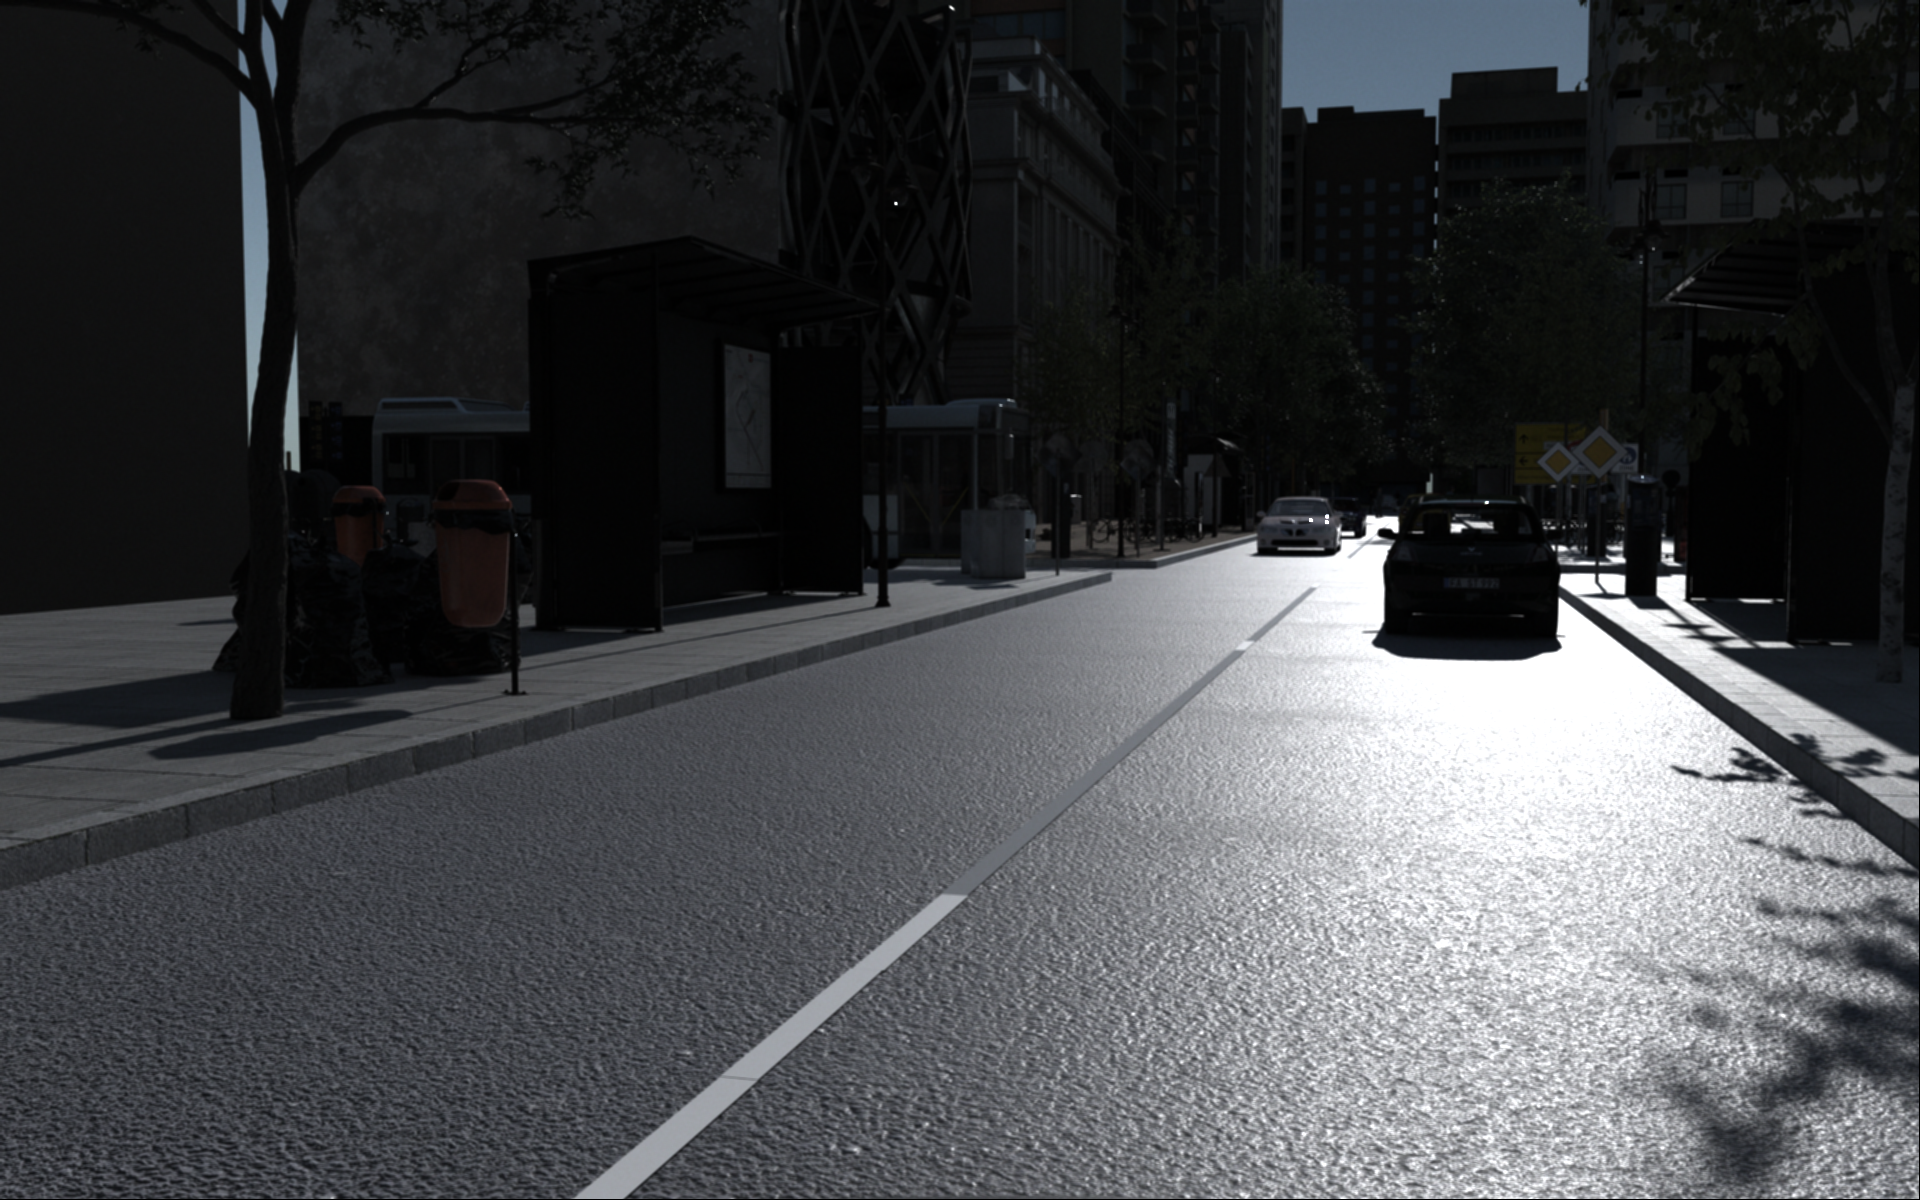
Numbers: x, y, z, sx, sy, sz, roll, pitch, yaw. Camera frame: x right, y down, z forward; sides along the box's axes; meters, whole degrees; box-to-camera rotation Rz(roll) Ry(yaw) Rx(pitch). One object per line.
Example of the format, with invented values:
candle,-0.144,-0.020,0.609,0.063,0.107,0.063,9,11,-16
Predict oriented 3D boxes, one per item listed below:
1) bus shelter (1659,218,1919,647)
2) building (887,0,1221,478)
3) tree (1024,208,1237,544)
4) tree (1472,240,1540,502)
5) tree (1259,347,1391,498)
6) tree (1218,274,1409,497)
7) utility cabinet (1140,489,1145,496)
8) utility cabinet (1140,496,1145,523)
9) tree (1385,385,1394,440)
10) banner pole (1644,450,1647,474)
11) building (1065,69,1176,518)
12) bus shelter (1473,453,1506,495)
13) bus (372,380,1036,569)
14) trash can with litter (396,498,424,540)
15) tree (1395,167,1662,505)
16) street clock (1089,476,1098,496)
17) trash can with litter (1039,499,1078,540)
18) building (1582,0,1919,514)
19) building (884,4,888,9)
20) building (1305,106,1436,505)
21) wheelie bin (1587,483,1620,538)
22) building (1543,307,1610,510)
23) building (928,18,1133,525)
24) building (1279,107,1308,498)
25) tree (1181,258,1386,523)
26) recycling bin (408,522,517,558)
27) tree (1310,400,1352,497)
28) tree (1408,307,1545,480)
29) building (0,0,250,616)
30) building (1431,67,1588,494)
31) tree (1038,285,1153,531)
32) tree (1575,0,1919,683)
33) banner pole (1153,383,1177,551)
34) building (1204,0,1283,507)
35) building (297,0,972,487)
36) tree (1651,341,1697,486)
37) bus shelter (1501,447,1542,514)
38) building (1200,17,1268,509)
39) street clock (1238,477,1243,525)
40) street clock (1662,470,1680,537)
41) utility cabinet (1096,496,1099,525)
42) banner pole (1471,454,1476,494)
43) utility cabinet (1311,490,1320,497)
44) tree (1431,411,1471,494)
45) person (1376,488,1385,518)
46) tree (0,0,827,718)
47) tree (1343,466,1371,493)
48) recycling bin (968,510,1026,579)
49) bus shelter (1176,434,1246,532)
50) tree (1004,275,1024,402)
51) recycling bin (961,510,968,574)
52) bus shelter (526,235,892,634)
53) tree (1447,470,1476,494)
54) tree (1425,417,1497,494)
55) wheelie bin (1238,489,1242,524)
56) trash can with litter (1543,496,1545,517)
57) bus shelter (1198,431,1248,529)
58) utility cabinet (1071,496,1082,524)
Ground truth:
bus shelter,8.383,-1.608,17.575,1.731,3.624,6.357,1,4,15
building,6.943,-28.839,126.136,22.147,44.769,28.867,1,4,15
tree,4.880,-5.750,44.368,4.737,8.622,4.395,0,3,0
tree,16.282,-5.815,45.437,4.737,8.622,4.395,0,3,0
tree,21.911,-11.602,107.813,7.486,12.596,7.792,0,3,0
tree,17.988,-10.599,90.300,9.611,12.733,9.660,0,3,0
utility cabinet,8.418,-4.221,77.691,0.318,1.500,1.173,3,5,44
utility cabinet,8.376,-3.979,76.210,1.020,1.237,0.306,-1,4,-21
tree,28.230,-12.413,128.700,9.928,11.665,9.643,0,3,0
banner pole,34.273,-5.940,87.136,0.863,3.779,0.401,-3,4,-36
building,5.133,-16.499,99.442,12.332,23.373,15.834,1,4,15
bus shelter,26.878,-5.707,87.241,2.014,3.302,5.546,1,4,15
bus,-4.430,-2.290,32.299,13.247,3.499,2.948,1,4,16
trash can with litter,-8.902,-1.115,29.290,1.678,1.210,2.233,2,4,33
tree,22.008,-9.825,67.293,9.857,13.997,8.962,0,3,0
street clock,5.381,-3.988,69.768,0.358,2.002,0.471,1,4,9
trash can with litter,2.761,-2.293,48.879,1.055,1.170,0.624,-3,5,-42
building,59.862,-32.660,123.225,28.713,52.752,27.495,1,4,15
building,-8.756,-55.508,220.229,31.000,86.520,22.319,1,4,15
building,47.968,-33.792,202.617,14.200,45.320,14.600,1,4,15
wheelie bin,18.951,-2.640,51.065,0.980,1.594,0.693,3,5,44
building,66.367,-18.748,151.575,27.650,21.520,28.899,1,4,15
building,-0.582,-14.575,80.097,13.314,21.916,24.055,1,4,15
building,31.401,-35.870,210.168,21.600,48.544,21.300,1,4,15
tree,13.313,-9.246,76.922,9.928,11.665,9.643,0,3,0
recycling bin,-4.416,-0.176,15.427,0.722,1.027,0.722,1,4,11
tree,25.611,-10.329,119.236,4.360,8.622,3.978,0,3,0
tree,31.605,-11.492,104.901,9.611,12.733,9.660,0,3,0
building,-18.295,-11.493,17.594,15.834,23.373,12.332,1,4,15
building,66.022,-35.294,200.751,21.600,48.544,21.300,1,4,15
tree,4.703,-6.733,60.447,4.360,8.622,3.978,0,3,0
tree,6.389,-3.759,11.823,4.737,8.622,4.395,0,3,0
banner pole,4.707,-3.013,39.286,0.401,3.779,0.863,3,4,36
building,19.823,-44.547,166.599,20.611,71.187,20.563,1,4,15
building,-8.360,-11.423,54.219,16.820,18.784,16.811,1,4,15
tree,34.497,-7.977,80.788,4.360,8.622,3.978,0,3,0
bus shelter,25.506,-6.125,77.770,2.179,5.291,8.768,1,4,15
building,18.159,-28.306,146.401,14.154,41.232,14.086,1,4,15
street clock,11.355,-4.064,71.022,0.471,2.002,0.358,2,4,35
street clock,21.282,-2.893,51.873,0.471,2.002,0.358,0,4,3
utility cabinet,5.620,-3.722,72.013,0.306,1.237,1.020,0,4,4
banner pole,28.630,-6.519,96.603,0.401,3.779,0.863,0,4,1
utility cabinet,21.859,-6.031,107.285,0.318,1.500,1.173,3,5,41
tree,41.657,-13.250,142.396,9.928,11.665,9.643,0,3,0
person,25.575,-5.906,105.240,0.590,1.801,0.661,1,4,21
tree,-3.700,-4.603,9.676,7.601,10.594,8.767,-1,4,-10
tree,41.510,-12.158,182.498,4.285,4.588,4.351,0,3,0
recycling bin,0.580,-0.851,26.474,0.722,1.027,0.722,-1,4,-11
bus shelter,8.769,-4.105,61.042,2.014,3.302,5.546,1,4,15
tree,3.227,-6.401,55.015,4.737,8.622,4.395,0,3,0
recycling bin,0.499,-0.934,27.820,0.722,1.027,0.722,3,4,38
bus shelter,-2.481,-1.694,18.983,1.731,3.624,6.357,1,4,15
tree,35.228,-7.722,120.852,1.663,3.219,1.824,0,3,0
tree,44.431,-13.338,152.495,7.601,10.594,8.767,3,4,37
wheelie bin,11.694,-4.014,73.538,0.693,1.594,0.980,3,5,40
trash can with litter,30.152,-4.790,89.704,0.624,1.170,1.055,1,4,21
bus shelter,10.041,-4.659,67.461,1.731,3.624,6.357,1,4,15
utility cabinet,4.739,-3.796,73.227,0.306,1.237,1.020,3,4,38
